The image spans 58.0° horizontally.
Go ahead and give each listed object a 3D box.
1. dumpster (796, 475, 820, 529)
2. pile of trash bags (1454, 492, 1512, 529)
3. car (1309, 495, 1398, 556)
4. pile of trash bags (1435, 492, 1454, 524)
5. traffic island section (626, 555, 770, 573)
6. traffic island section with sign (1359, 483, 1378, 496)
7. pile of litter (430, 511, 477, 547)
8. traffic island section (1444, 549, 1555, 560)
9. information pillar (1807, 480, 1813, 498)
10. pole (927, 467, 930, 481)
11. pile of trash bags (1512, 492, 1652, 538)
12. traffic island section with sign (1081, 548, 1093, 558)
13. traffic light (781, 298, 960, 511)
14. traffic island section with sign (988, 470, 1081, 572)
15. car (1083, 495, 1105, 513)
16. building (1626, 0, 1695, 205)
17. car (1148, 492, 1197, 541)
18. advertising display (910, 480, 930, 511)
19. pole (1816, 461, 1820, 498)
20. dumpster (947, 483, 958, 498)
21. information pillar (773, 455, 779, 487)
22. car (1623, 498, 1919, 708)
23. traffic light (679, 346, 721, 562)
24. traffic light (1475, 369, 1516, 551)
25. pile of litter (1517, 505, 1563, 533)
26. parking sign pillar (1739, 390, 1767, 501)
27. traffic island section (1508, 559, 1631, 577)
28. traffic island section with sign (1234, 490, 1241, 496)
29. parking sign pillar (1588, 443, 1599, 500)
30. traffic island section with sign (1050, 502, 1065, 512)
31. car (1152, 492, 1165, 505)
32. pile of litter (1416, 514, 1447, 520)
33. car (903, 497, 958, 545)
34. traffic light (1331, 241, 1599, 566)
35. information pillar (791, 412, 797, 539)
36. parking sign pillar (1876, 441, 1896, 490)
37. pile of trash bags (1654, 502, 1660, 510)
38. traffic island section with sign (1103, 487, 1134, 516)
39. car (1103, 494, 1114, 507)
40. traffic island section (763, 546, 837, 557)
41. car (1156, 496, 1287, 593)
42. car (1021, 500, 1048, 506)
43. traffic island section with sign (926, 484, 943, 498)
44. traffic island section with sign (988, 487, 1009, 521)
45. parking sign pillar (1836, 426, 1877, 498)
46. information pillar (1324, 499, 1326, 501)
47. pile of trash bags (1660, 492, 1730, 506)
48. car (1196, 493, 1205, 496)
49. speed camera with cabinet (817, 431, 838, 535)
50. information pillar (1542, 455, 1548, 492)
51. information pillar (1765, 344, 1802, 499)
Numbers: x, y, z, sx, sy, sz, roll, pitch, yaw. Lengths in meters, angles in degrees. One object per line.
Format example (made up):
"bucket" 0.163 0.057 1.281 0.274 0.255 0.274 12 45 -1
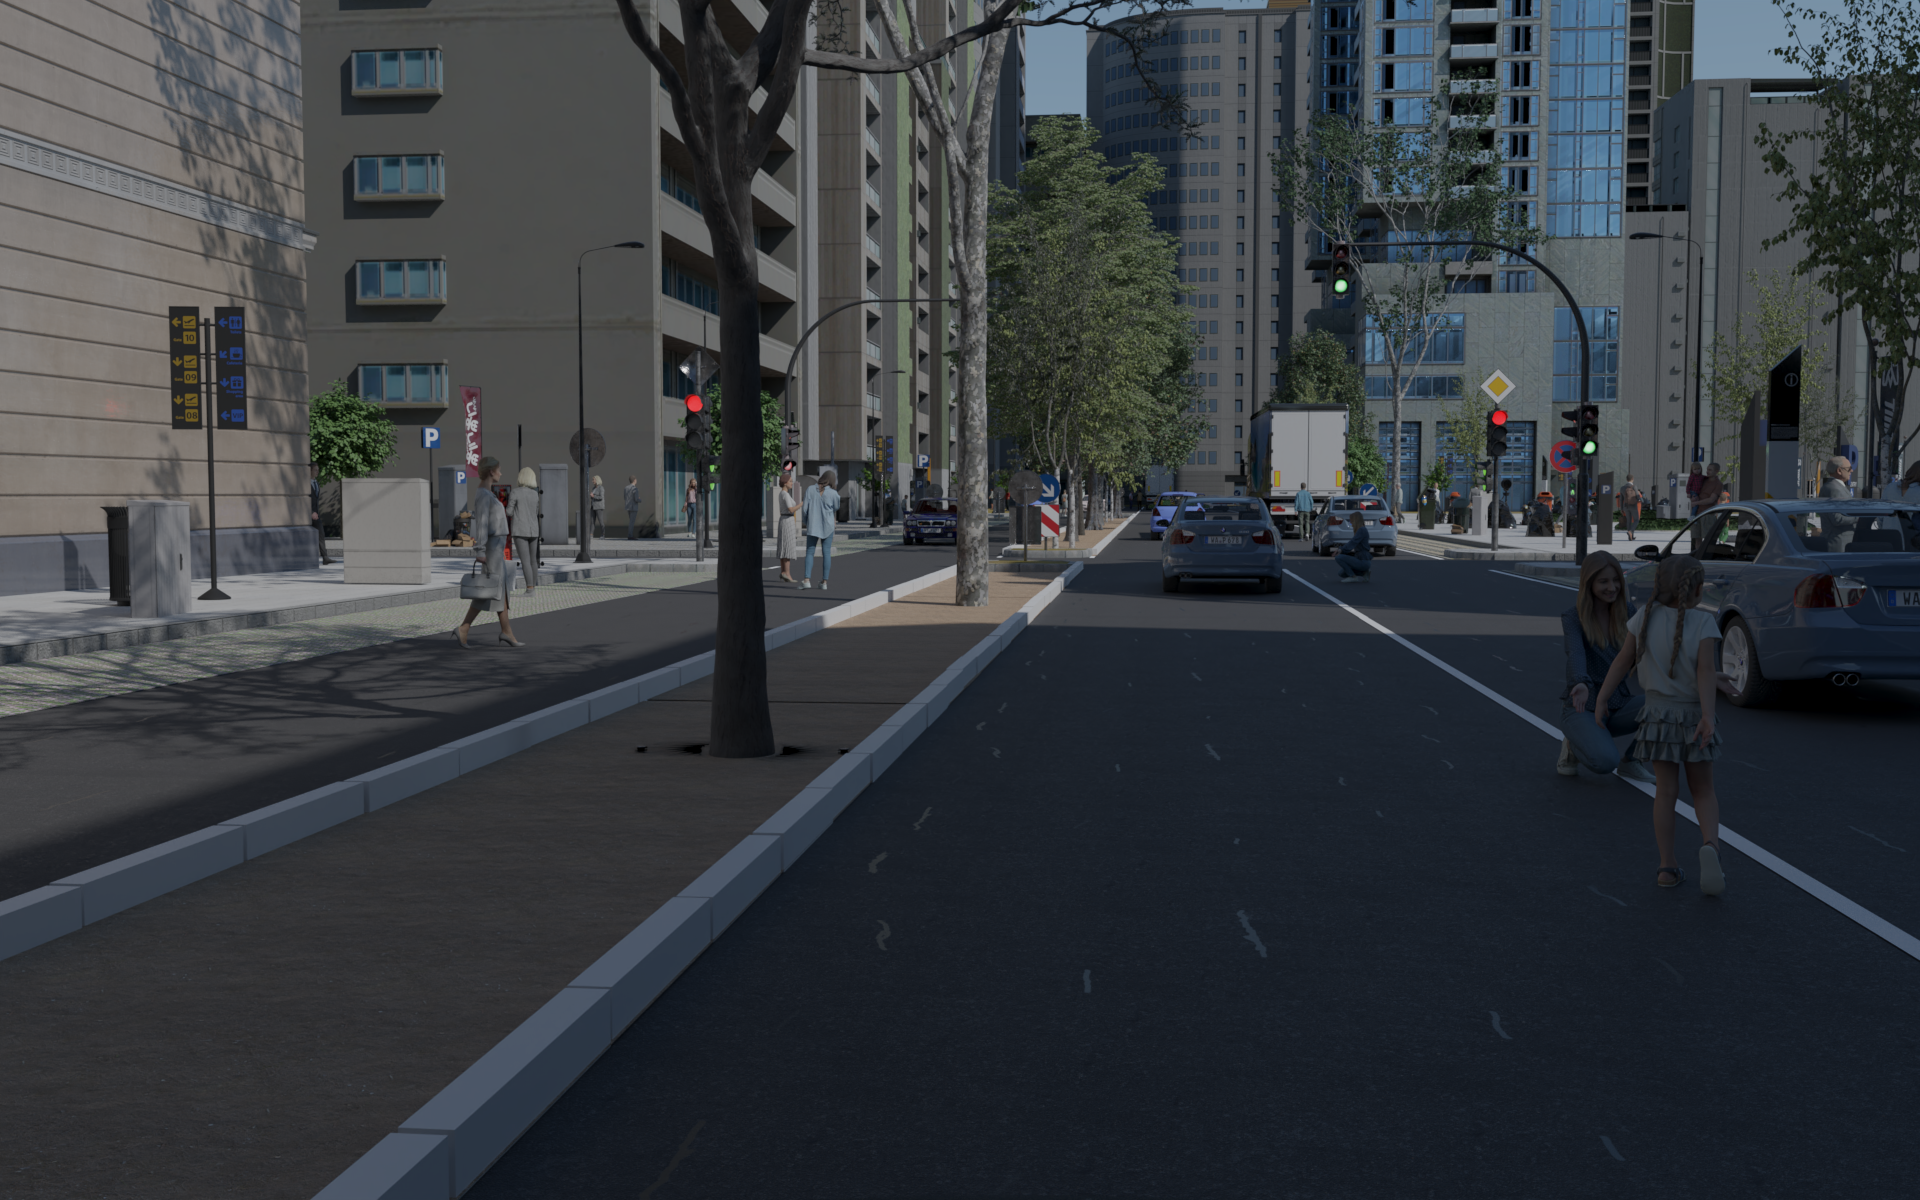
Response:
"dumpster" -4.682 -2.912 53.364 1.264 1.857 1.865 0 4 7
"pile of trash bags" 20.374 -3.364 64.748 3.447 1.369 1.912 1 4 16
"car" 9.357 -1.787 41.222 2.014 1.417 4.499 0 4 8
"pile of trash bags" 21.250 -4.017 75.427 1.912 1.369 3.447 2 4 27
"traffic island section" -4.965 -0.653 32.956 2.009 0.180 2.903 0 4 6
"traffic island section with sign" 14.970 -3.408 64.350 1.989 1.847 2.006 0 4 6
"pile of litter" -12.280 -1.731 42.270 1.719 0.858 1.176 3 5 40
"traffic island section" 12.075 -1.026 39.055 2.009 0.180 2.903 0 4 6
"information pillar" 44.407 -5.254 90.397 0.304 2.012 0.304 0 4 -3
"pole" -1.781 -6.447 99.258 0.158 3.312 0.155 0 3 0
"pile of trash bags" 18.577 -2.565 51.692 3.447 1.369 1.912 2 4 34
"traffic island section with sign" 2.024 -1.940 39.854 2.006 1.907 1.989 0 4 6
"traffic light" -1.935 -4.029 40.550 4.771 5.953 1.251 0 4 6
"traffic island section with sign" 1.177 -1.490 32.495 2.006 1.907 1.989 0 4 6
"car" 10.152 -7.379 133.004 2.083 1.381 4.827 0 4 6
"building" 74.738 -46.825 203.836 20.611 71.187 20.563 0 4 6
"car" 6.880 -2.745 54.471 1.945 1.707 3.694 1 4 8
"advertising display" -1.888 -4.682 81.762 0.974 1.923 0.123 1 4 9
"pole" 53.517 -6.986 108.058 0.158 3.312 0.155 0 3 0
"dumpster" -0.042 -5.457 94.983 1.264 1.857 1.865 0 4 6
"information pillar" -6.522 -4.290 61.500 0.183 3.616 0.504 -1 4 -23
"car" 6.181 -0.051 12.838 2.014 1.417 4.499 0 4 5
"traffic light" -4.927 -2.685 32.817 0.839 4.253 0.868 0 4 6
"traffic light" 12.036 -3.060 38.946 0.839 4.253 0.868 0 4 6
"pile of litter" 19.542 -2.662 57.485 1.719 0.858 1.176 -2 4 -28
"parking sign pillar" 20.975 -3.501 45.721 1.447 3.967 1.447 1 4 10
"traffic island section" 11.172 -0.541 31.121 2.009 0.180 2.903 0 4 6
"traffic island section with sign" 26.808 -9.773 168.418 1.989 1.847 2.006 0 4 6
"parking sign pillar" 32.902 -6.224 90.239 1.447 3.967 1.447 2 4 33
"traffic island section with sign" 7.775 -8.155 141.962 1.989 1.847 2.006 0 4 6
"car" 16.798 -8.077 142.279 2.015 1.641 3.980 0 4 7
"pile of litter" 23.276 -4.376 85.505 1.719 0.858 1.176 0 4 -2
"car" -0.607 -2.273 49.740 1.945 1.354 3.894 0 4 6
"traffic light" 9.044 -3.452 31.106 4.771 5.953 1.251 0 4 6
"information pillar" -4.768 -3.557 49.517 0.183 3.616 0.504 0 4 0
"parking sign pillar" 46.488 -6.038 87.189 1.447 3.967 1.447 0 4 -7
"pile of trash bags" 41.115 -5.780 104.249 1.912 1.369 3.447 -3 5 -43
"traffic island section with sign" 10.513 -6.506 114.513 2.006 1.907 1.989 0 4 6
"car" 15.266 -10.032 176.022 2.014 1.417 4.499 0 4 5
"traffic island section" -4.062 -1.138 40.890 2.009 0.180 2.903 0 4 6
"car" 3.992 -0.885 26.478 2.014 1.417 4.499 0 4 8
"car" 5.272 -6.882 122.113 1.945 1.707 3.694 0 4 6
"traffic island section with sign" -0.944 -3.466 65.298 1.989 1.847 2.006 0 4 6
"traffic island section with sign" 2.122 -5.118 92.315 1.989 1.847 2.006 0 4 6
"parking sign pillar" 35.141 -4.902 68.625 1.447 3.967 1.447 -3 5 -45
"information pillar" 22.353 -6.175 105.451 0.304 2.012 0.304 0 4 7
"pile of trash bags" 36.086 -4.546 84.072 1.912 1.369 3.447 -1 4 -16
"car" 22.269 -9.316 161.904 1.945 1.707 3.694 0 4 5
"speed camera with cabinet" -4.338 -3.731 55.344 0.660 3.252 2.038 -1 4 -11
"information pillar" 34.789 -6.835 103.105 0.183 3.616 0.504 -1 4 -12
"information pillar" 12.927 -2.192 27.198 0.504 3.616 0.183 0 3 0
